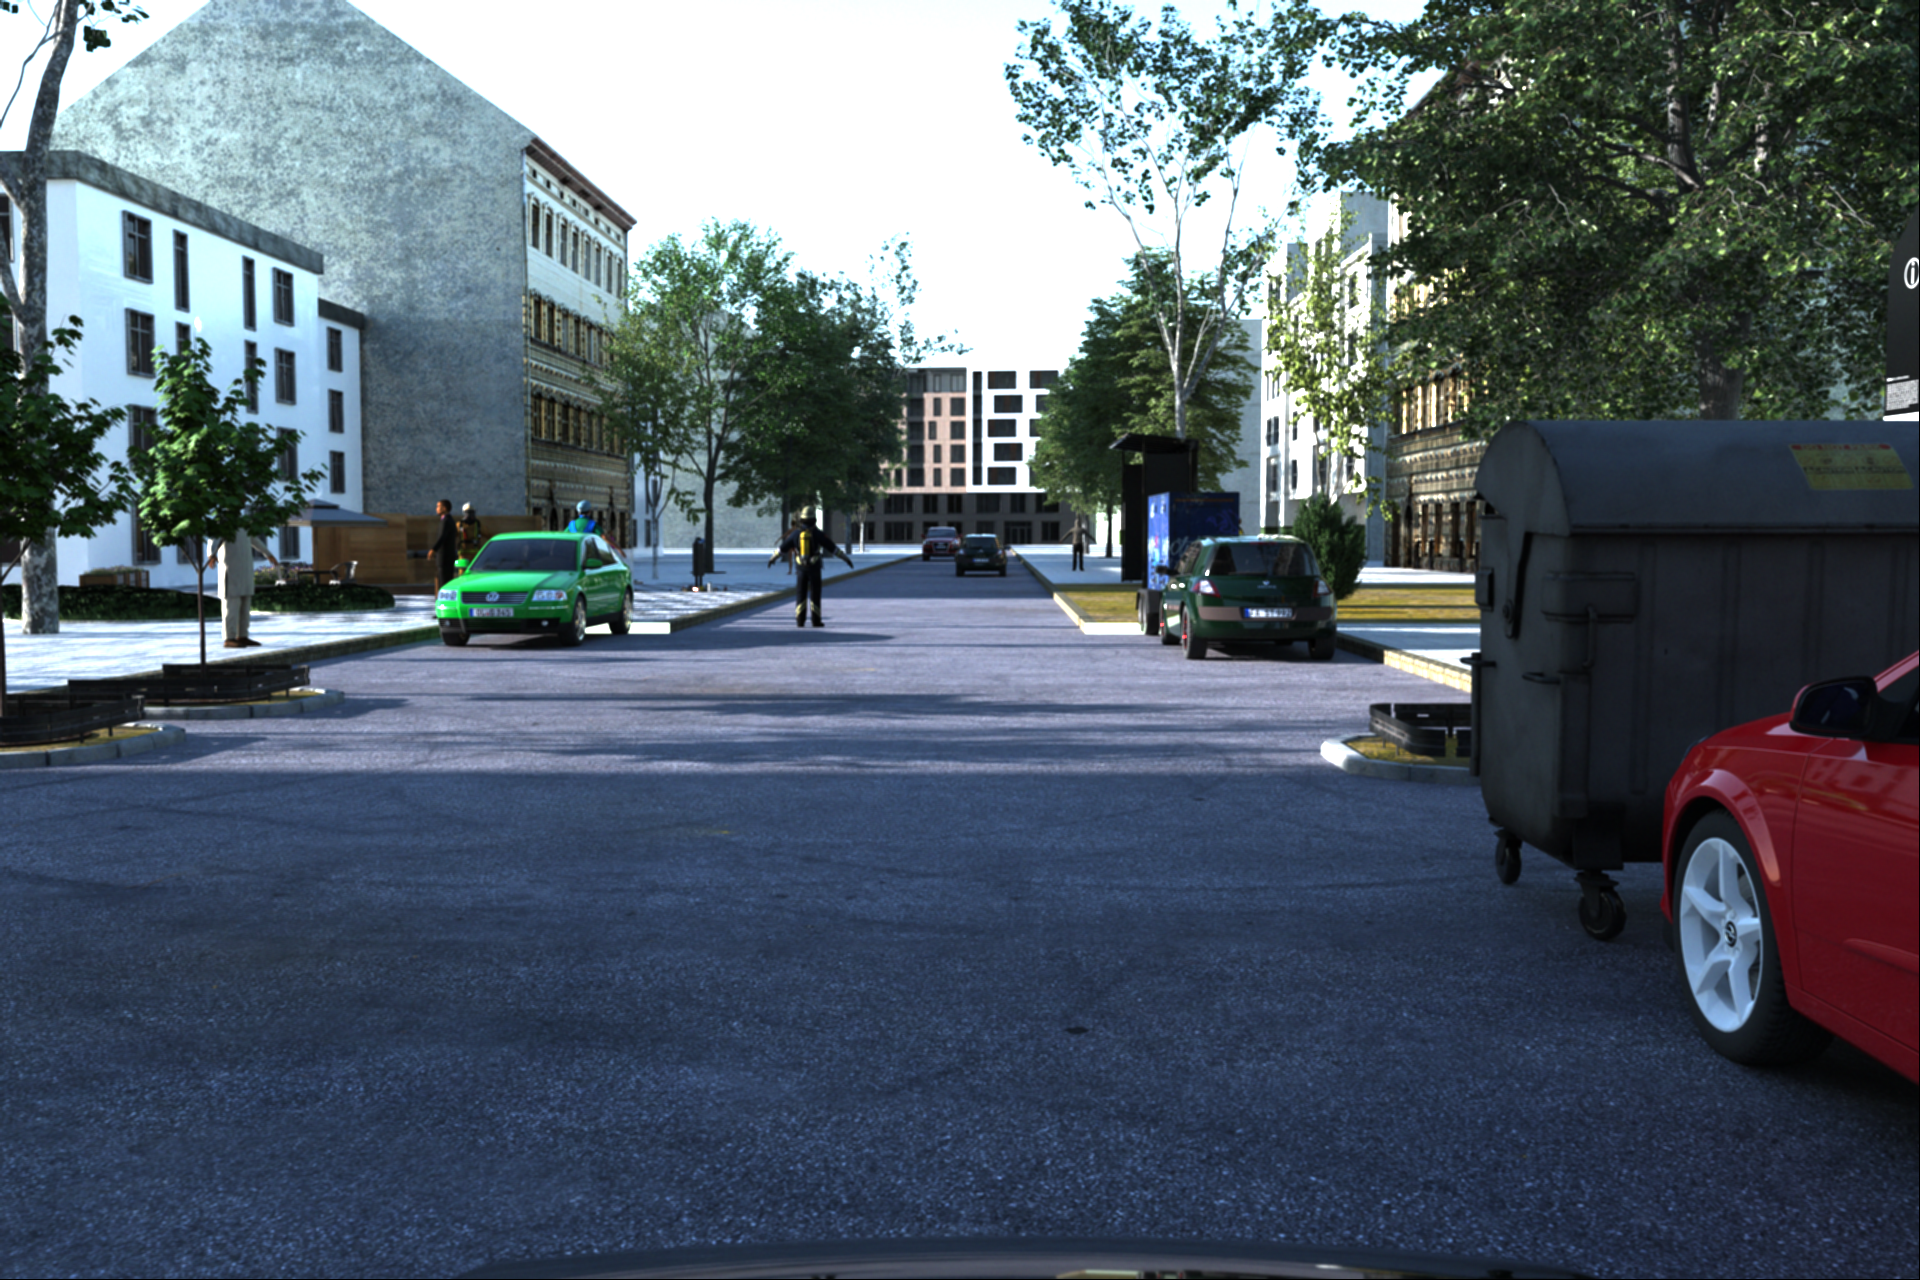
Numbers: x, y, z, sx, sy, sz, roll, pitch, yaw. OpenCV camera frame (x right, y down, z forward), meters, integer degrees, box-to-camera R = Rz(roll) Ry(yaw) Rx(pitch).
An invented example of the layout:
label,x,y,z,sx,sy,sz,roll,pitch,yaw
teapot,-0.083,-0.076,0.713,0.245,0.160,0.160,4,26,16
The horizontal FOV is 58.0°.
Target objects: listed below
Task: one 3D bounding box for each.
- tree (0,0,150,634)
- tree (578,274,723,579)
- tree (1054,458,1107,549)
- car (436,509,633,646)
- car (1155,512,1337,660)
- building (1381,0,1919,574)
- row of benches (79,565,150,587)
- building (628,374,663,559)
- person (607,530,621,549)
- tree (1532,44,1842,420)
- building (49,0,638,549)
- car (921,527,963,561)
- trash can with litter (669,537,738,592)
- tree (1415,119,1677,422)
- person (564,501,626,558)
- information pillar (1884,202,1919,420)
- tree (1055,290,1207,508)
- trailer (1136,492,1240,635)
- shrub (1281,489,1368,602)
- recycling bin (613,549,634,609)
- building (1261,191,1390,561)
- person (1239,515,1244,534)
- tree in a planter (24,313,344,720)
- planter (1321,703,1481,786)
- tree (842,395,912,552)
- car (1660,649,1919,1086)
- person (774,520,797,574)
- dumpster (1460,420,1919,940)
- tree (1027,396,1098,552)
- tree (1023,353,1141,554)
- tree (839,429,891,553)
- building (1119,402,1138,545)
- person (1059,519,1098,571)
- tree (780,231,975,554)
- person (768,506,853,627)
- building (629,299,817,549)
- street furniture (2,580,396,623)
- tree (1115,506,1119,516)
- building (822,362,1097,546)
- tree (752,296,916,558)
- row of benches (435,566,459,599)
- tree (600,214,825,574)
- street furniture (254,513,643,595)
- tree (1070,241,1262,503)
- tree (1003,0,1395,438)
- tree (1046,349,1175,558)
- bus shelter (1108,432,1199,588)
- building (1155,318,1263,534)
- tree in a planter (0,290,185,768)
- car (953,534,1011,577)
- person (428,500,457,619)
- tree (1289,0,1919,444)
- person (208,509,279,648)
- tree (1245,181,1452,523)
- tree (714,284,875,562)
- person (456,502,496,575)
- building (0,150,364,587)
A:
label,x,y,z,sx,sy,sz,roll,pitch,yaw
tree,-13.160,-10.188,22.456,12.611,20.169,13.585,0,3,0
tree,-8.651,-6.027,48.896,4.737,8.622,4.395,0,3,0
tree,8.552,-10.288,118.568,4.360,8.622,3.978,0,3,0
car,-5.675,-0.899,23.495,1.959,1.807,4.718,0,4,1
car,3.440,-0.696,21.171,2.009,1.686,4.222,0,4,1
building,25.657,-13.881,57.881,19.493,23.208,18.063,0,4,1
row of benches,-16.135,-1.078,33.093,1.422,0.672,4.104,-1,4,-17
building,-21.451,-9.615,99.348,9.099,9.664,28.070,0,4,0
person,-12.136,-3.136,60.544,0.599,1.433,0.991,1,4,19
tree,16.425,-7.513,40.966,7.486,12.596,7.792,0,3,0
building,-25.496,-14.925,74.945,19.493,23.208,18.063,0,4,2
car,-0.970,-5.208,93.828,2.281,1.827,5.304,0,4,1
trash can with litter,-5.733,-1.718,39.151,1.678,1.210,2.233,0,4,2
tree,9.954,-4.867,29.934,4.737,8.622,4.395,0,3,0
person,-5.971,-1.319,27.697,1.347,1.817,0.704,1,4,21
information pillar,6.567,-1.263,12.007,0.183,3.616,0.504,0,4,1
tree,7.800,-9.993,81.518,7.486,12.596,7.792,0,3,0
trailer,3.321,-1.128,25.491,1.471,1.999,3.904,0,4,0
shrub,6.312,-1.621,30.546,1.661,2.075,1.752,0,3,0
recycling bin,-5.973,-1.032,29.434,0.722,1.027,0.722,0,4,2
building,28.028,-14.161,97.982,16.747,18.905,31.486,0,4,1
person,8.016,-2.689,49.937,0.705,1.833,1.349,3,4,37
tree in a planter,-6.255,-1.040,14.219,1.991,3.239,1.994,0,4,1
planter,3.327,0.631,10.826,1.991,0.319,1.994,0,4,1
tree,-7.063,-12.301,126.881,9.928,11.665,9.643,0,3,0
car,2.942,0.344,3.416,2.155,1.783,4.494,0,4,1
person,-5.364,-2.972,55.395,1.217,1.733,0.721,-2,4,-31
dumpster,2.962,0.100,6.573,1.865,1.857,1.264,0,4,0
tree,8.637,-12.137,124.202,9.928,11.665,9.643,0,3,0
tree,7.756,-11.690,109.260,7.486,12.596,7.792,0,3,0
tree,-6.679,-10.236,117.716,4.360,8.622,3.978,0,3,0
building,26.876,-19.686,188.317,16.747,18.905,31.486,0,4,1
person,4.143,-3.339,60.724,1.348,1.813,0.705,1,4,8
tree,-5.836,-15.422,108.038,12.611,20.169,13.585,0,3,0
person,-2.325,-1.130,26.712,1.354,1.856,0.705,1,4,9
building,-23.567,-20.110,159.719,19.493,23.208,18.063,0,4,2
street furniture,-14.529,-0.734,27.627,10.072,0.657,5.734,0,4,-2
tree,21.734,-16.621,222.117,4.737,8.622,4.395,0,3,0
building,0.616,-22.869,220.332,32.646,21.610,27.936,0,4,8
tree,-7.285,-11.456,93.960,9.857,13.997,8.962,0,3,0
row of benches,-8.500,-1.118,33.742,4.104,0.672,1.422,1,4,23
tree,-8.121,-7.985,56.305,9.928,11.665,9.643,0,3,0
street furniture,-13.244,-2.050,40.380,11.010,1.723,9.812,-1,4,-14
tree,7.982,-9.165,67.970,7.486,12.596,7.792,0,3,0
tree,8.203,-12.085,53.483,12.611,20.169,13.585,0,3,0
tree,8.169,-10.246,93.279,9.928,11.665,9.643,0,3,0
bus shelter,4.775,-3.172,43.150,1.731,3.624,6.357,0,4,1
building,25.952,-17.383,150.666,16.747,18.905,31.486,0,4,1
tree in a planter,-6.359,-0.868,11.418,1.991,3.239,1.994,0,4,1
car,0.746,-3.042,59.530,2.009,1.686,4.222,0,4,2
person,-7.824,-1.226,26.270,0.704,1.802,1.346,0,4,-6
tree,9.038,-6.974,20.678,9.857,13.997,8.962,0,3,0
person,-8.175,-0.828,19.630,0.704,1.819,1.344,0,4,8
tree,7.851,-5.249,36.176,4.737,8.622,4.395,0,3,0
tree,-7.607,-9.848,79.143,7.486,12.596,7.792,0,3,0
person,-8.809,-1.553,31.158,1.354,1.858,0.705,-1,4,-12
building,-23.627,-6.727,52.140,9.099,9.664,28.070,0,4,1
